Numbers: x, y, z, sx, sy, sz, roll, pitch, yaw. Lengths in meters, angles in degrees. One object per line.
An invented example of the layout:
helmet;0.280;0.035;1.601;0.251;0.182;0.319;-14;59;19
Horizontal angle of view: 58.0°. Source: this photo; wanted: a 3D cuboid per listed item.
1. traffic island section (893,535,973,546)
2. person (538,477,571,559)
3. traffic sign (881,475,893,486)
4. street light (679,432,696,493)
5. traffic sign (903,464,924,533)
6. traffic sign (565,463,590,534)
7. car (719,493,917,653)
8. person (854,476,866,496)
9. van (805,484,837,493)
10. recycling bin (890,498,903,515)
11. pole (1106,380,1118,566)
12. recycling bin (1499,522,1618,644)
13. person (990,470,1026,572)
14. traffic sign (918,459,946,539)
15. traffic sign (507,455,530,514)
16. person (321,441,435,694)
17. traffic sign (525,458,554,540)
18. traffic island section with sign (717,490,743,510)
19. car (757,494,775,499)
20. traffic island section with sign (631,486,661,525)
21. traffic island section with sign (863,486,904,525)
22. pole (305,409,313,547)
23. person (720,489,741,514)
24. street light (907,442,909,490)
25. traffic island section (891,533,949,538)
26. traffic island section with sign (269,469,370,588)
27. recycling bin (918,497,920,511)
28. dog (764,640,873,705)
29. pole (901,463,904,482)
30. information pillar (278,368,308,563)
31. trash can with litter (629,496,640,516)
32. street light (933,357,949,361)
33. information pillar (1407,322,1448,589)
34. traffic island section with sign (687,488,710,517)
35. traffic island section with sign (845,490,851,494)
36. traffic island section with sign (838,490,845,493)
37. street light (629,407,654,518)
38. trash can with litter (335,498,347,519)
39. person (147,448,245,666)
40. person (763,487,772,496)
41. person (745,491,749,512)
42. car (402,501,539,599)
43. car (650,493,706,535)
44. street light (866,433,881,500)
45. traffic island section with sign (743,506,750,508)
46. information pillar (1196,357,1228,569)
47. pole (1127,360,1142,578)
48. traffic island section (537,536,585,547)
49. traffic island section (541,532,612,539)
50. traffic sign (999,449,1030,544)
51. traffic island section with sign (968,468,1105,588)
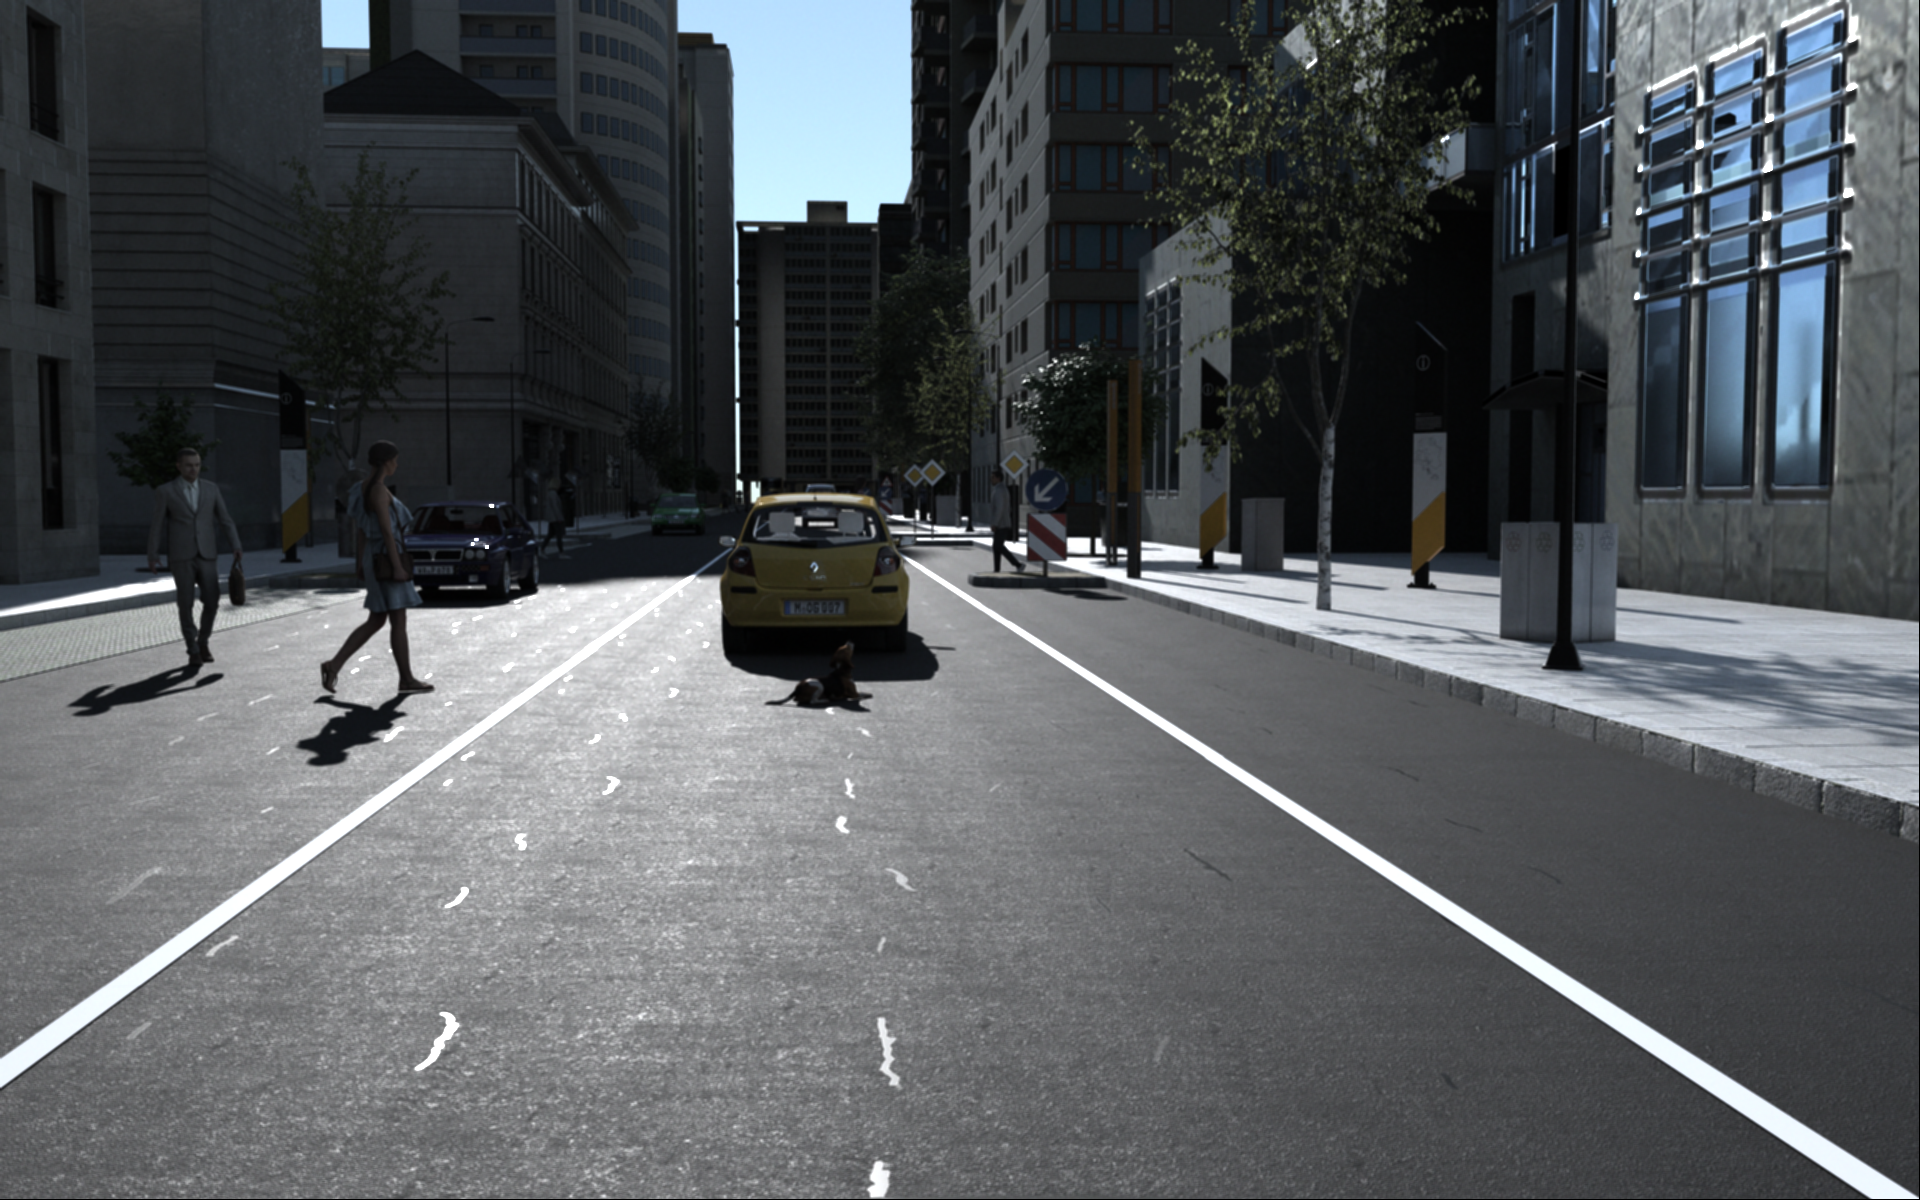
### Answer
traffic island section;-0.762;-1.643;49.141;2.009;0.180;2.903;0;4;-5
person;-8.995;-1.813;38.323;0.728;1.800;0.709;-1;4;-17
traffic sign;-5.003;-7.250;118.536;0.884;2.594;0.081;0;4;-1
street light;-20.345;-9.577;129.120;1.470;5.913;1.316;0;4;-5
traffic sign;-1.487;-3.264;57.016;0.795;2.450;0.064;0;4;-5
traffic sign;-12.390;-3.207;56.077;0.795;2.450;0.064;0;4;-5
car;-1.411;-0.422;17.120;2.015;1.641;3.980;0;4;-4
person;-2.079;-1.749;37.106;0.388;1.821;0.555;-2;4;-30
van;-6.108;-4.227;76.126;2.013;2.044;4.112;0;4;-4
recycling bin;-3.884;-5.711;105.921;0.722;1.027;0.722;-1;4;-13
pole;2.725;-2.275;31.042;0.158;3.312;0.155;0;3;0
recycling bin;5.263;-0.164;15.241;0.722;1.027;0.722;-2;4;-29
person;0.760;-1.279;29.265;0.795;1.843;0.661;1;4;15
traffic sign;-0.784;-2.778;49.062;0.795;2.450;0.064;0;4;-5
traffic sign;-14.495;-3.495;57.139;0.884;2.594;0.081;0;4;0
person;-4.147;-0.230;12.354;0.778;1.811;0.616;-2;4;-29
traffic sign;-11.688;-2.721;48.123;0.795;2.450;0.064;0;4;-5
traffic island section with sign;-21.063;-9.127;157.850;1.989;1.847;2.006;0;4;-5
car;-17.840;-9.316;161.359;2.155;1.783;4.494;0;4;-7
traffic island section with sign;-14.282;-4.425;80.972;1.989;1.847;2.006;0;4;-5
traffic island section with sign;-3.681;-4.497;82.148;1.989;1.847;2.006;0;4;-5
pole;-15.684;-2.924;41.657;0.158;3.312;0.155;0;3;0
person;-16.837;-7.218;126.730;1.509;1.804;0.699;1;4;12
street light;-3.391;-7.509;95.314;1.470;5.913;1.316;0;4;-5
traffic island section;-1.464;-2.129;57.095;2.009;0.180;2.903;0;4;-5
traffic island section with sign;-9.534;-1.134;27.162;1.989;1.847;2.006;0;4;-5
recycling bin;-2.691;-7.265;131.337;0.722;1.027;0.722;-2;4;-32
dog;-0.981;0.500;12.025;0.748;0.427;0.550;0;4;-2
pole;-3.759;-7.345;113.932;0.158;3.312;0.155;0;3;0
information pillar;-12.449;-2.506;32.331;0.504;3.616;0.183;0;4;5
trash can with litter;-18.659;-5.401;99.691;0.624;1.170;1.055;-2;4;-30
street light;-0.205;-5.285;58.945;1.470;5.913;1.316;0;4;-5
information pillar;6.360;-1.966;23.497;0.183;3.616;0.504;-3;5;-40
traffic island section with sign;-16.725;-6.116;108.621;1.989;1.847;2.006;0;4;-5
traffic island section with sign;-6.068;-6.156;109.276;1.989;1.847;2.006;0;4;-5
traffic island section with sign;-12.914;-10.900;186.843;1.989;1.847;2.006;0;4;-5
street light;-17.068;-7.361;92.889;1.470;5.913;1.316;0;4;-5
trash can with litter;-20.050;-2.759;56.503;0.624;1.170;1.055;1;4;20
person;-6.395;-0.360;14.503;0.709;1.813;0.853;-3;5;-41
person;-10.219;-5.122;92.425;0.721;1.800;0.419;-1;4;-16
person;-16.844;-7.806;137.052;0.530;1.710;0.541;1;4;19
car;-7.148;-0.749;24.828;1.945;1.354;3.894;0;4;-5
car;-9.998;-3.227;61.564;1.959;1.807;4.718;0;4;-7
street light;-6.600;-9.751;131.967;1.470;5.913;1.316;0;4;-5
traffic island section with sign;-23.438;-10.769;184.701;1.989;1.847;2.006;0;4;-5
information pillar;4.308;-2.333;29.503;0.504;3.616;0.183;3;4;39
pole;2.664;-1.992;26.419;0.158;3.312;0.155;0;3;0
traffic island section;-11.711;-1.584;48.183;2.009;0.180;2.903;0;4;-5
traffic island section;-12.413;-2.071;56.137;2.009;0.180;2.903;0;4;-5
traffic sign;1.391;-2.646;44.448;0.795;2.450;0.064;0;4;-1
traffic island section with sign;1.155;-1.148;27.400;1.989;1.847;2.006;0;4;-5
